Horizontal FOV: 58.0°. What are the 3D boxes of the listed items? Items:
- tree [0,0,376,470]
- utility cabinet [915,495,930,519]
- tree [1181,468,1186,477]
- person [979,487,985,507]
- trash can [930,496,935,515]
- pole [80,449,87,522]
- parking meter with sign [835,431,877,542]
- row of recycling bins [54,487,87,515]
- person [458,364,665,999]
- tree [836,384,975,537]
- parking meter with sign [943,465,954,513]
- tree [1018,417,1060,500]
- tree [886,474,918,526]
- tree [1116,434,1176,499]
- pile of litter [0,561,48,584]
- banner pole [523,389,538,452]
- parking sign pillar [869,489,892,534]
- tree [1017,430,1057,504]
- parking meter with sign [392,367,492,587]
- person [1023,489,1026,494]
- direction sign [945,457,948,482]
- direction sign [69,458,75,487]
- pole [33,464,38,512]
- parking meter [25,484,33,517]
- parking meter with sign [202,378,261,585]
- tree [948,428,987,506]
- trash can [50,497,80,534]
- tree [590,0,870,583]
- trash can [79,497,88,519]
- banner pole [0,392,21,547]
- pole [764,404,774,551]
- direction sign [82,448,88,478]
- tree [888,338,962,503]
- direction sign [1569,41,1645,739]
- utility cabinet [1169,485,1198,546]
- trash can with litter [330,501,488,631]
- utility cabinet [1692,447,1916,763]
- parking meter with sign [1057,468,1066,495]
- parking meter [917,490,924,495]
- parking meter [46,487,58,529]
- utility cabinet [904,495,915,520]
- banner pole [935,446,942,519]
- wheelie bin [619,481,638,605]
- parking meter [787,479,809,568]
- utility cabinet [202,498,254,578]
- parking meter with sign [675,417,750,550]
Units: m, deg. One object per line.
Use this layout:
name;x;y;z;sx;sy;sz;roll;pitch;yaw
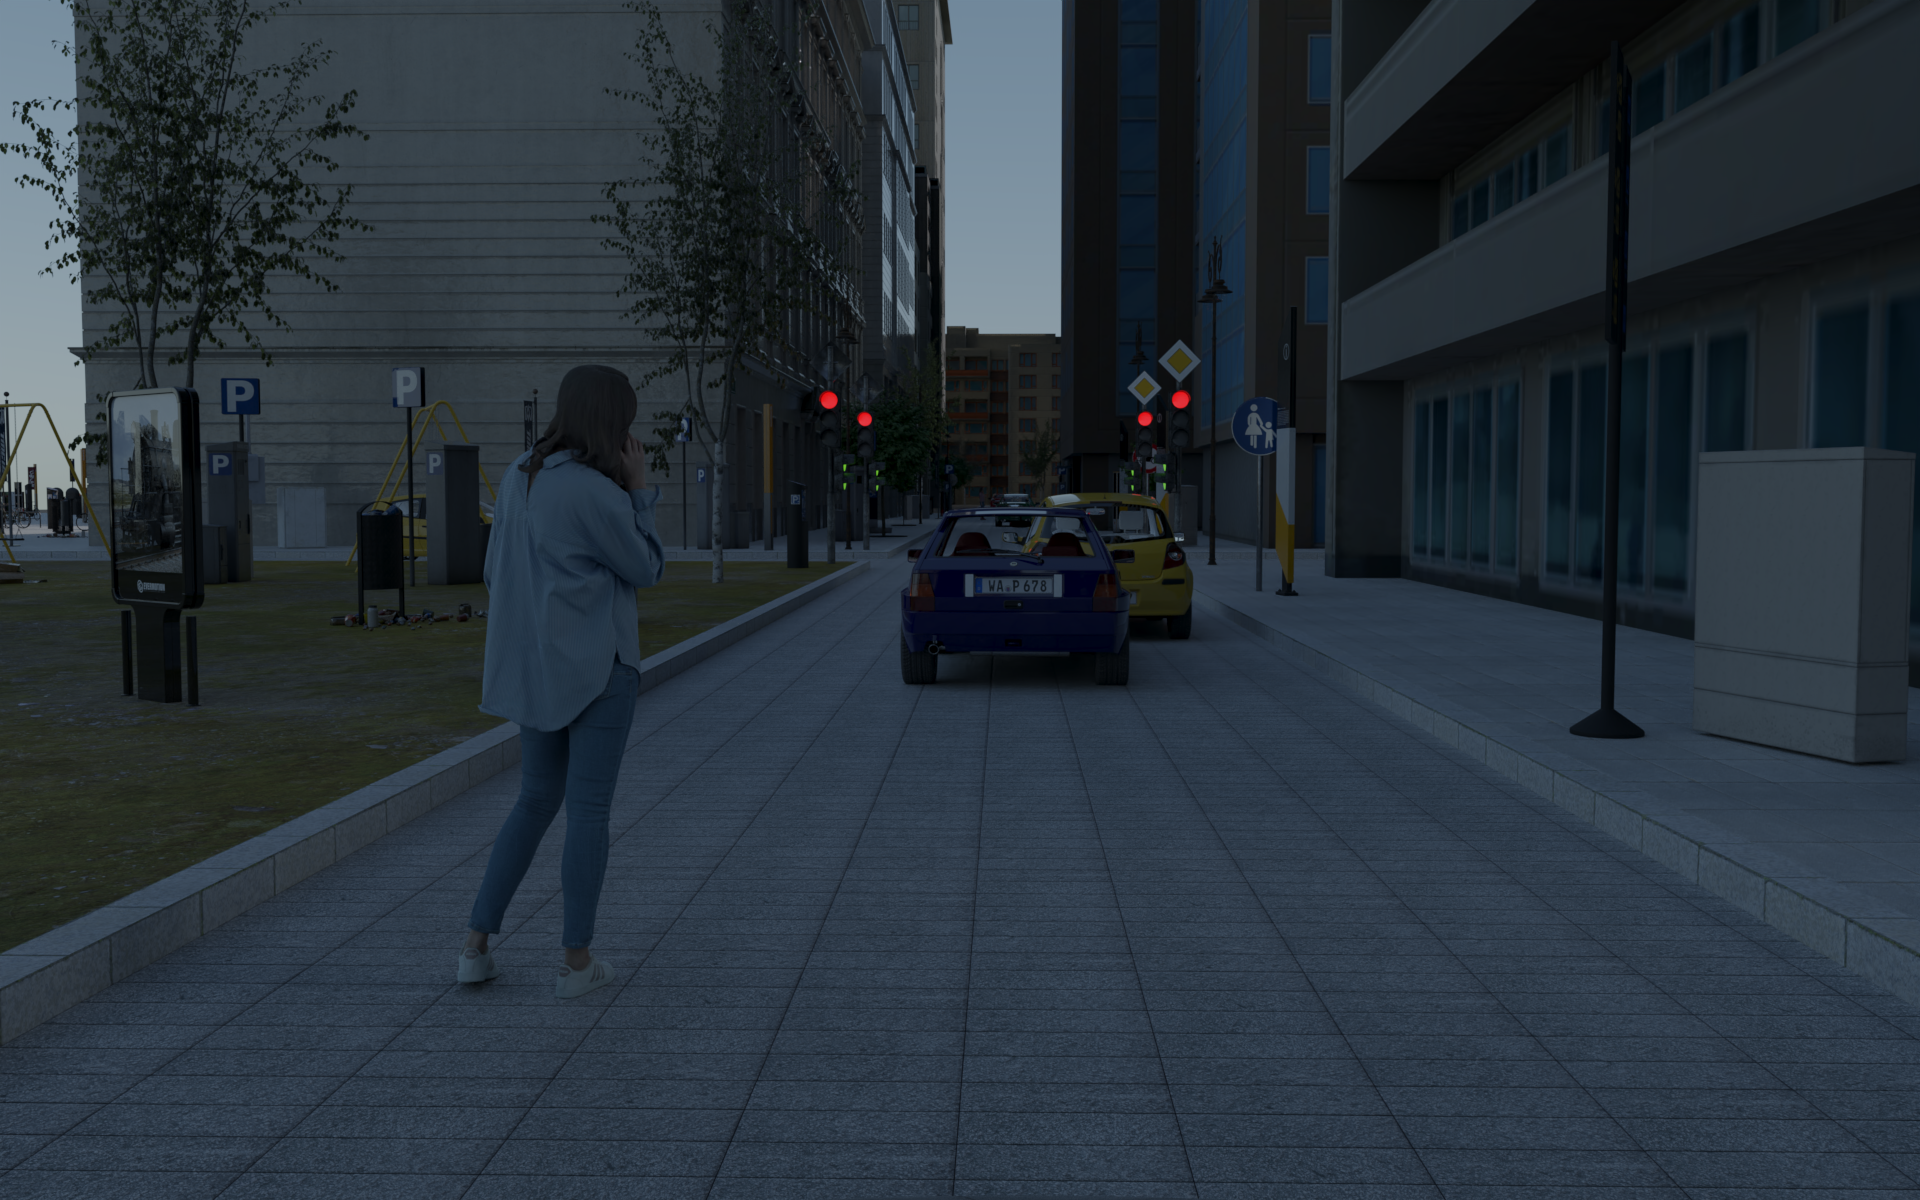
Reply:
tree;-9.147;-4.280;20.338;4.360;8.622;3.978;0;3;0
utility cabinet;-2.100;-4.849;90.443;1.020;1.237;0.306;2;4;26
tree;6.389;-3.715;55.349;1.663;3.219;1.824;0;3;0
person;1.229;-5.321;95.510;0.388;1.821;0.555;0;4;6
trash can;-1.954;-5.869;107.609;0.748;1.137;0.748;0;3;0
pole;-39.584;-5.162;78.234;0.158;3.312;0.155;0;3;0
parking meter with sign;-2.914;-3.119;47.258;0.543;3.016;1.738;2;4;25
row of recycling bins;-54.409;-6.124;107.247;3.534;1.692;1.069;-1;4;-19
person;-1.161;0.232;4.967;0.793;1.790;0.793;0;4;5
tree;-2.267;-4.170;51.890;4.285;4.588;4.351;0;3;0
parking meter with sign;-0.742;-6.551;103.373;0.543;3.016;1.738;0;4;-7
tree;7.746;-13.167;165.639;4.737;8.622;4.395;0;3;0
tree;-2.405;-4.596;69.752;1.663;3.219;1.824;0;3;0
tree;5.690;-3.571;52.993;1.663;3.219;1.824;0;3;0
pile of litter;-13.927;-0.658;24.718;1.719;0.858;1.176;-2;4;-35
banner pole;-10.140;-3.121;41.047;0.401;3.779;0.863;1;4;11
parking sign pillar;-2.951;-4.183;56.863;1.447;3.967;1.447;0;4;-6
tree;8.744;-14.800;192.336;4.360;8.622;3.978;0;3;0
parking meter with sign;-7.194;-1.736;24.645;0.543;3.016;1.738;2;4;29
person;4.968;-7.723;134.710;0.705;1.831;1.348;0;4;-7
direction sign;-0.834;-6.934;105.372;0.379;3.537;0.876;-1;4;-9
direction sign;-56.539;-7.239;110.356;0.379;3.537;0.876;-1;4;-9
pole;-62.330;-7.520;116.794;0.158;3.312;0.155;0;3;0
parking meter;-52.402;-5.611;97.456;0.399;1.863;0.255;3;4;37
parking meter with sign;-10.716;-1.775;25.282;0.543;3.016;1.738;0;4;-6
tree;0.755;-14.794;192.250;4.360;8.622;3.978;0;3;0
trash can;-28.928;-2.702;55.828;0.748;1.137;0.748;0;3;0
tree;-3.441;-4.566;25.013;4.360;8.622;3.978;0;3;0
trash can;-46.179;-4.860;91.115;0.748;1.137;0.748;0;3;0
banner pole;-23.440;-3.213;42.545;0.863;3.779;0.401;3;5;44
pole;-4.343;-2.779;39.279;0.158;3.312;0.155;0;3;0
direction sign;-42.604;-5.693;85.075;0.876;3.537;0.379;-1;4;-14
tree;-1.894;-8.066;82.243;4.737;8.622;4.395;0;3;0
direction sign;3.455;-1.049;9.145;0.379;3.537;0.876;2;4;25
utility cabinet;5.330;-2.051;42.213;0.318;1.500;1.173;3;5;44
trash can with litter;-5.427;-0.387;17.387;1.678;1.210;2.233;2;4;31
utility cabinet;4.212;-0.001;8.698;0.318;1.500;1.173;-1;4;-14
parking meter with sign;6.183;-6.653;105.039;0.543;3.016;1.738;0;4;2
parking meter;-2.194;-5.360;96.042;0.372;1.533;0.369;0;3;0
parking meter;-33.301;-3.374;63.572;0.372;1.533;0.369;0;3;0
utility cabinet;-2.606;-4.595;86.295;0.306;1.237;1.020;-1;4;-12
banner pole;-1.181;-6.107;89.858;0.401;3.779;0.863;-1;4;-15
wheelie bin;-3.500;-0.567;17.182;0.693;1.594;0.980;0;4;4
parking meter;-2.814;-1.322;30.024;0.372;1.533;0.369;0;3;0
utility cabinet;-11.375;-0.937;26.478;1.020;1.237;0.306;0;4;-4
parking meter with sign;-5.699;-2.684;40.147;1.738;3.016;0.543;-3;5;-43
